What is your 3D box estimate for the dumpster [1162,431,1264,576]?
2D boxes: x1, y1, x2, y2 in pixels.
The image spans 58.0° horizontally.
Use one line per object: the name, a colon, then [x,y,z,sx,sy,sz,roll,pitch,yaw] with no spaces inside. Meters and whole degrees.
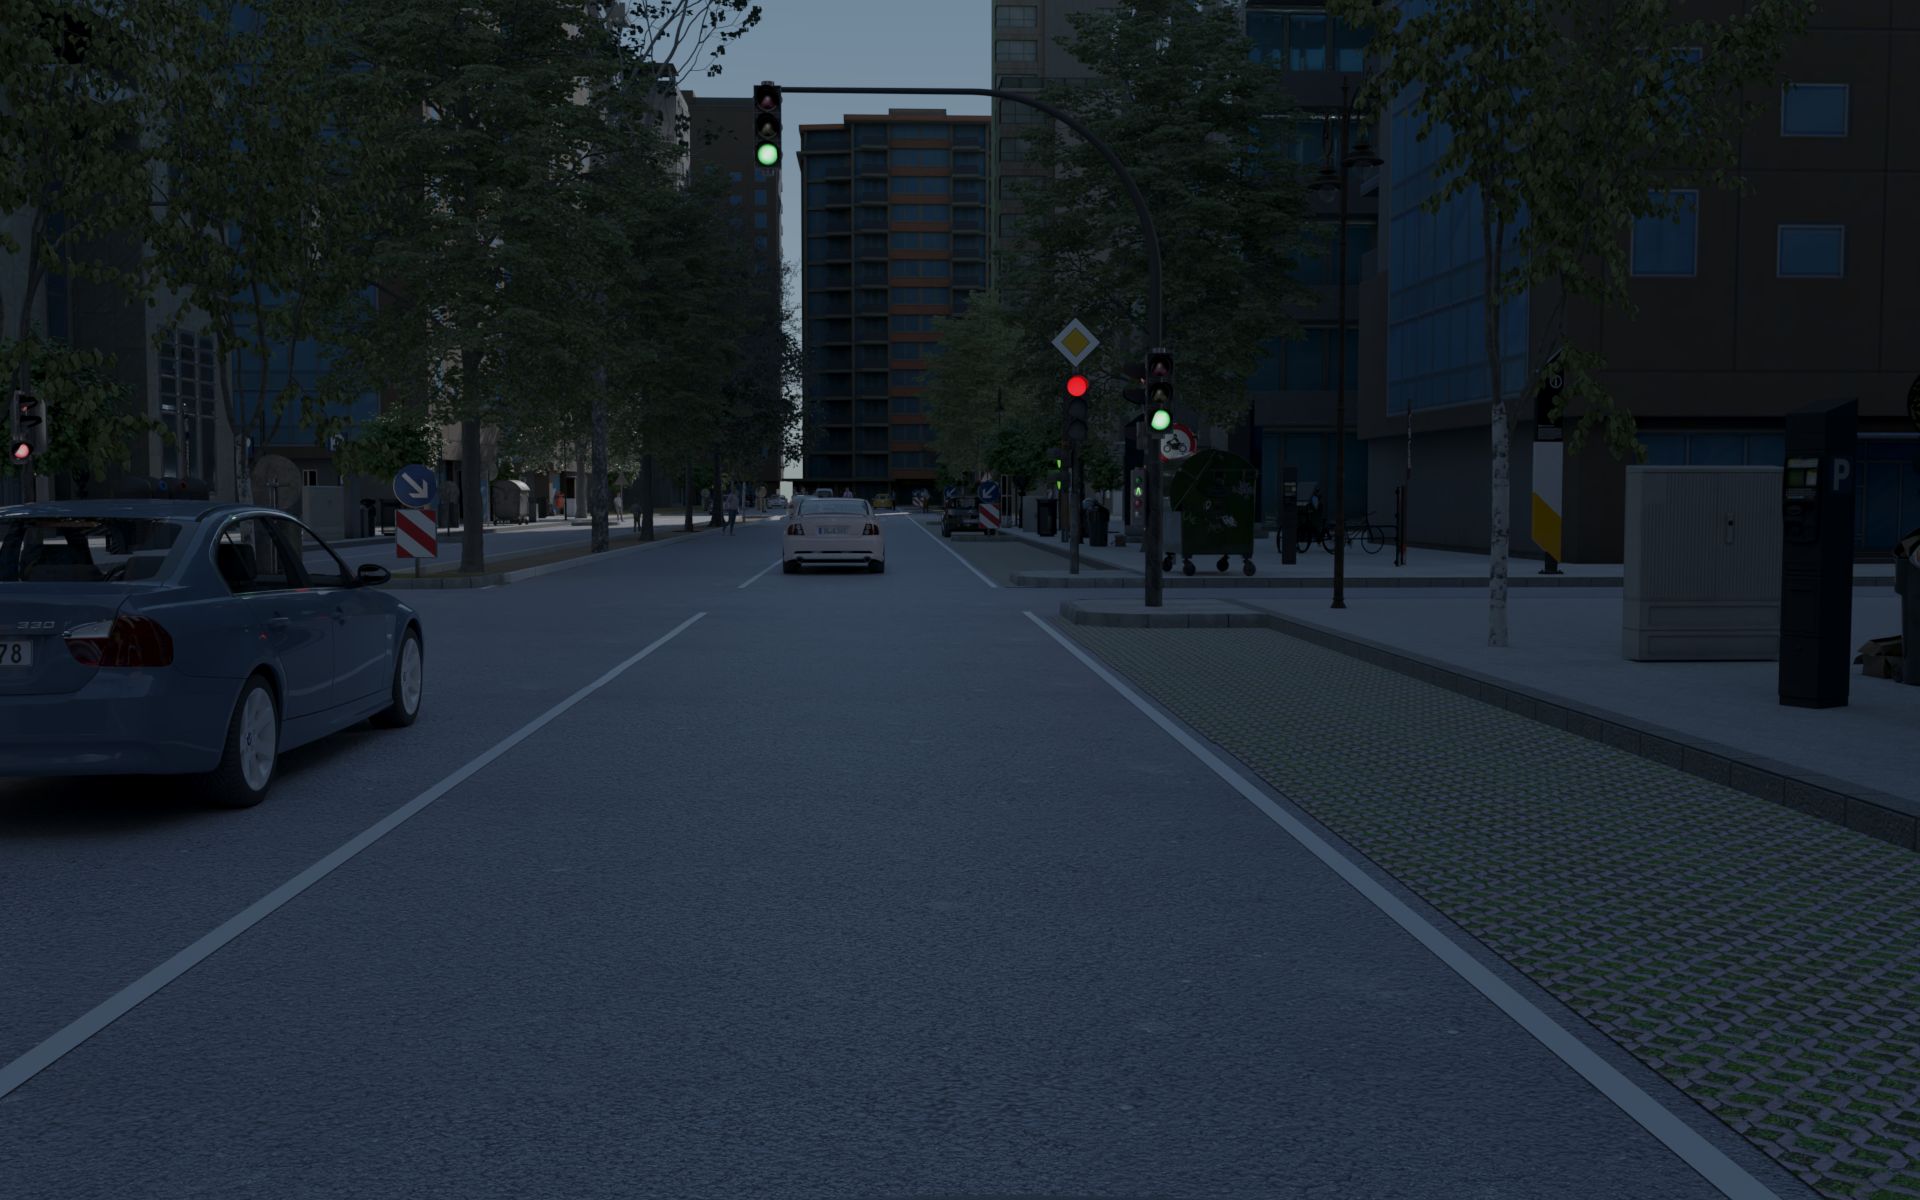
dumpster: [3.946,-1.543,27.719,1.502,2.255,1.985,0,4,-3]

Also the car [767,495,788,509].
car: [-17.802,-9.588,169.125,2.083,1.381,4.827,0,4,-3]

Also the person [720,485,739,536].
person: [-7.982,-3.087,59.640,0.598,1.740,0.731,1,4,12]

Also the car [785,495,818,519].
car: [-7.907,-4.652,88.418,2.083,1.381,4.827,0,4,-4]

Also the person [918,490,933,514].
person: [-2.516,-7.212,127.144,1.217,1.736,0.721,0,4,0]

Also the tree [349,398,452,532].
tree: [-19.175,-4.629,59.396,4.285,4.588,4.351,0,3,0]

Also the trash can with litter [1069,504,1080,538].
trash can with litter: [3.600,-2.385,50.388,0.624,1.170,1.055,3,5,44]

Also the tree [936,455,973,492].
tree: [2.177,-5.231,69.236,4.285,4.588,4.351,0,3,0]

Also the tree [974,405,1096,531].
tree: [3.609,-4.736,61.144,4.285,4.588,4.351,0,3,0]

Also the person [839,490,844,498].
person: [-10.135,-8.541,148.161,0.705,1.821,1.348,1,4,13]

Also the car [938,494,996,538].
car: [0.264,-2.959,58.163,2.009,1.686,4.222,0,4,-2]

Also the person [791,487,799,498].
person: [-8.684,-5.062,91.363,0.778,1.811,0.616,-1,4,-9]

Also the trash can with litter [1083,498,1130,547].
trash can with litter: [3.627,-1.893,42.341,1.055,1.170,0.624,0,4,1]

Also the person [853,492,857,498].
person: [-10.887,-10.348,179.163,0.415,1.643,0.593,1,4,13]

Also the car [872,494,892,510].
car: [-7.094,-9.127,159.458,2.015,1.641,3.980,0,4,-2]

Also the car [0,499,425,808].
car: [-4.155,0.175,9.143,2.014,1.417,4.499,0,4,-3]

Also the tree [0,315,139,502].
tree: [-16.981,-2.935,31.703,4.285,4.588,4.351,0,3,0]

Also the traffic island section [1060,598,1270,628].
traffic island section: [2.226,0.151,19.815,2.009,0.180,2.903,0,4,-3]

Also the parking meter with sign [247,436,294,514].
parking meter with sign: [-21.153,-3.465,52.909,0.543,3.016,1.738,1,4,22]

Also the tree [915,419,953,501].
tree: [-1.554,-12.170,149.348,4.360,8.622,3.978,0,3,0]

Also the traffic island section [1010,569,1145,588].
traffic island section: [1.857,-0.337,27.791,2.009,0.180,2.903,0,4,-3]

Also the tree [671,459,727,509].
tree: [-23.240,-10.163,149.874,4.285,4.588,4.351,0,3,0]

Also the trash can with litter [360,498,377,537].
trash can with litter: [-17.848,-2.466,51.699,0.624,1.170,1.055,-3,5,-42]

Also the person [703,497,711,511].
person: [-19.324,-7.526,132.237,0.721,1.739,1.217,1,4,22]

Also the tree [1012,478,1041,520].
tree: [3.124,-5.555,85.430,1.663,3.219,1.824,0,3,0]

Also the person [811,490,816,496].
person: [-12.632,-8.662,150.134,1.348,1.824,0.705,2,4,34]

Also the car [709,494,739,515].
car: [-16.349,-6.616,120.173,2.014,1.417,4.499,0,4,-1]

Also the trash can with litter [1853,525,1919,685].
trash can with litter: [6.508,-0.027,11.828,0.624,1.170,1.055,0,4,-5]

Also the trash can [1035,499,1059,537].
trash can: [2.624,-2.480,52.199,0.748,1.137,0.748,0,3,0]

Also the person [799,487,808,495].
person: [-8.717,-5.460,97.578,0.655,1.846,0.447,-2,4,-30]

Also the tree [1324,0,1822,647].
tree: [4.708,-3.903,14.169,4.737,8.622,4.395,0,3,0]

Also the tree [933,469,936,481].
tree: [-0.499,-9.215,134.370,4.285,4.588,4.351,0,3,0]

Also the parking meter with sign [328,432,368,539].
parking meter with sign: [-17.530,-3.272,49.753,0.543,3.016,1.738,0,4,2]

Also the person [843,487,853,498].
person: [-6.901,-5.940,105.481,0.709,1.838,0.599,1,4,21]

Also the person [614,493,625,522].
person: [-17.669,-4.818,89.867,0.523,1.515,0.503,1,4,19]

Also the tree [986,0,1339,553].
tree: [4.597,-7.307,37.599,7.486,12.596,7.792,0,3,0]

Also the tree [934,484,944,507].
tree: [-1.941,-11.161,177.077,1.663,3.219,1.824,0,3,0]

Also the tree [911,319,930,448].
tree: [1.139,-10.897,96.292,7.486,12.596,7.792,0,3,0]

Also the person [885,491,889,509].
person: [-6.789,-9.373,162.671,0.530,1.710,0.541,0,4,8]

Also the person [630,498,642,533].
person: [-11.530,-2.993,61.700,0.475,1.303,0.640,0,4,1]

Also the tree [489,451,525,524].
tree: [-19.224,-4.836,73.675,1.663,3.219,1.824,0,3,0]

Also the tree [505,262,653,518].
tree: [-19.915,-11.285,91.165,9.857,13.997,8.962,0,3,0]

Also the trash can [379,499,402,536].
trash can: [-17.419,-2.531,53.040,0.748,1.137,0.748,0,3,0]

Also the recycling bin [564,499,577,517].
recycling bin: [-21.628,-5.150,96.755,0.722,1.027,0.722,2,4,24]

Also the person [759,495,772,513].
person: [-15.135,-7.667,133.875,0.705,1.822,1.348,3,5,42]

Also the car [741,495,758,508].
car: [-21.189,-9.967,175.534,1.945,1.354,3.894,0,4,-3]

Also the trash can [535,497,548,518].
trash can: [-22.057,-4.868,91.241,0.748,1.137,0.748,0,3,0]

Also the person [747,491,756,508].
person: [-20.742,-9.970,172.220,1.217,1.735,0.721,2,4,29]

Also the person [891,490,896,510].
person: [-5.821,-8.766,151.816,0.705,1.826,1.348,1,4,8]

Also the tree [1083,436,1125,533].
tree: [4.756,-3.820,57.065,1.663,3.219,1.824,0,3,0]

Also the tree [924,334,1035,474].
tree: [1.264,-11.252,109.731,9.928,11.665,9.643,0,3,0]

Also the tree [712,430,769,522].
tree: [-10.959,-8.241,87.568,4.360,8.622,3.978,0,3,0]

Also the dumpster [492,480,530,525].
dumpster: [-18.569,-4.024,71.555,1.264,1.857,1.865,0,4,-3]

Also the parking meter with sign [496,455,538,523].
parking meter with sign: [-19.779,-4.967,77.466,1.738,3.016,0.543,0,4,2]

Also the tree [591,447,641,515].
tree: [-21.611,-7.624,108.366,4.285,4.588,4.351,0,3,0]

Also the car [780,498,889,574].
car: [-2.374,-1.241,32.657,2.083,1.381,4.827,0,4,-4]
